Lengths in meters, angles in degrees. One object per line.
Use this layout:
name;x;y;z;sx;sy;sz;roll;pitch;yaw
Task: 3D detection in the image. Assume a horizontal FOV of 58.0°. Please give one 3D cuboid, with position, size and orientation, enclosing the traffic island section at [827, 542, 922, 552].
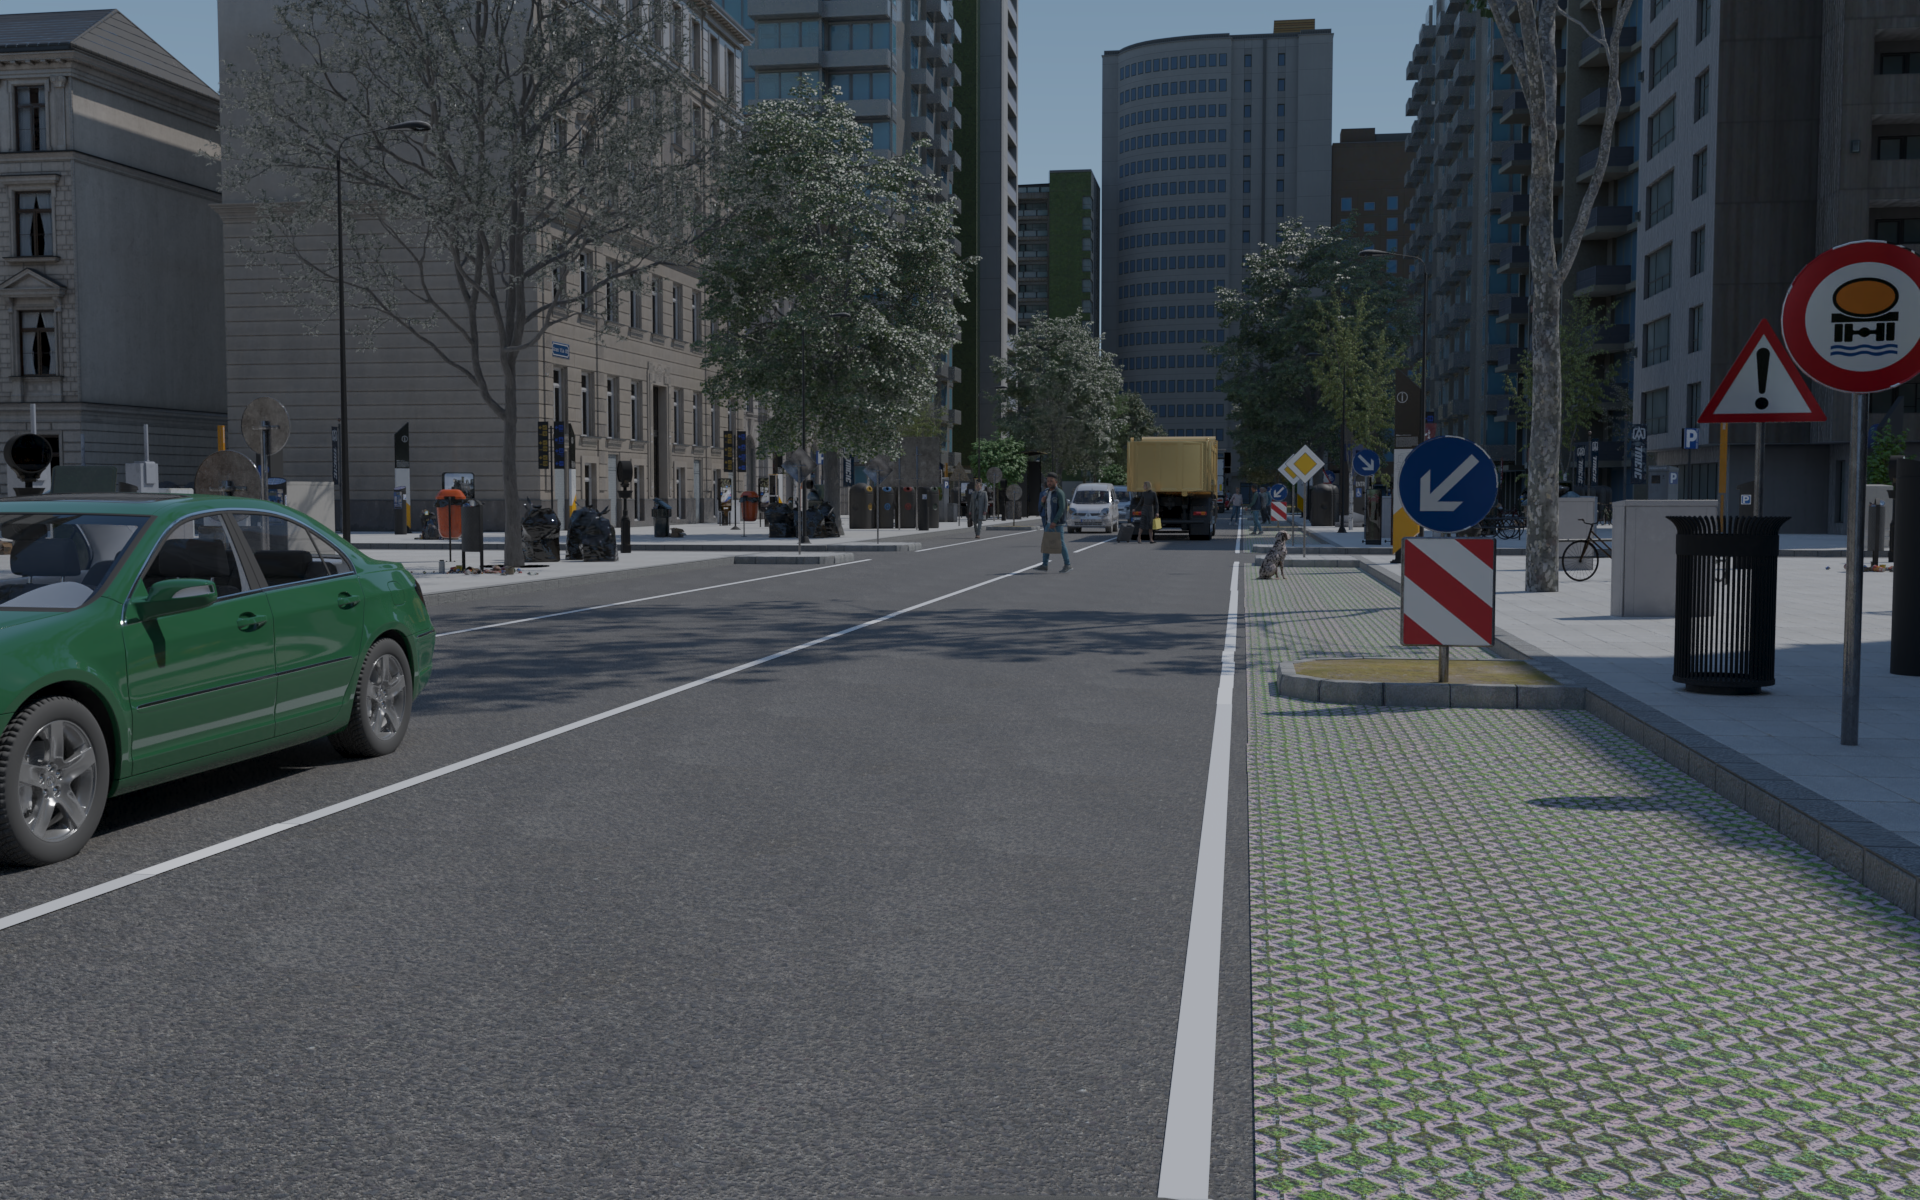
traffic island section;-2.137;-1.366;44.612;2.009;0.180;2.903;1;4;9

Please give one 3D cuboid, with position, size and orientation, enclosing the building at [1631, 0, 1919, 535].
building;31.278;-17.473;57.385;14.107;30.474;14.160;1;4;9

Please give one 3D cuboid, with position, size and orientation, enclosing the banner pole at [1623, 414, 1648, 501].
banner pole;21.127;-3.937;54.382;0.863;3.779;0.401;1;4;19

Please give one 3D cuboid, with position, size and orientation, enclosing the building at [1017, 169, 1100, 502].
building;10.455;-32.897;221.459;14.086;41.232;14.154;1;4;9

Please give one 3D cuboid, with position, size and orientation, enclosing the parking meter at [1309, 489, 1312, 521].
parking meter;16.733;-4.505;82.073;0.372;1.533;0.369;0;3;0

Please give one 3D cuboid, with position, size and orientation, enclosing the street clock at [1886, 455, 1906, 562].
street clock;17.577;-1.709;32.515;0.358;2.002;0.471;3;4;38

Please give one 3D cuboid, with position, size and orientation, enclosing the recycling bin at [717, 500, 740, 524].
recycling bin;-9.866;-3.748;73.838;0.722;1.027;0.722;2;4;29

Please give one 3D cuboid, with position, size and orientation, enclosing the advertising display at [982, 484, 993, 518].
advertising display;1.452;-5.346;92.628;0.974;1.923;0.123;3;4;37

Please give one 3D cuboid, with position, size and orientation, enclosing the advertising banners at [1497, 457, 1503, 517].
advertising banners;25.516;-5.254;82.091;0.090;3.025;2.074;0;4;8

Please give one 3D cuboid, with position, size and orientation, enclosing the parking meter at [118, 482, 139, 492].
parking meter;-17.242;-1.684;35.939;0.372;1.533;0.369;0;3;0

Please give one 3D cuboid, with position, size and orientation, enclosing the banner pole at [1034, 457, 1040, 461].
banner pole;4.714;-7.131;106.608;0.401;3.779;0.863;2;4;32

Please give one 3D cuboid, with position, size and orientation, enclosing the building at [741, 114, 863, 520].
building;-14.315;-15.458;94.541;13.314;21.916;24.055;1;4;9

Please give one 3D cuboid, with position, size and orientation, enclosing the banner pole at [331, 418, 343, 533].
banner pole;-20.352;-4.074;56.627;0.401;3.779;0.863;0;4;3

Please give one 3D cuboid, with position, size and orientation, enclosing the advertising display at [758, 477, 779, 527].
advertising display;-7.436;-3.796;67.279;0.123;1.923;0.974;3;5;42

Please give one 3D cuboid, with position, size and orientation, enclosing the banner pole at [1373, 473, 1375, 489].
banner pole;25.304;-7.088;105.909;0.401;3.779;0.863;0;4;5

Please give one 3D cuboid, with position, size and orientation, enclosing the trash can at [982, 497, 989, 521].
trash can;1.023;-4.339;82.600;0.748;1.137;0.748;0;3;0

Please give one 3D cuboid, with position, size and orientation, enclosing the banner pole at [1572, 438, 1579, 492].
banner pole;27.598;-5.345;77.407;0.863;3.779;0.401;-1;4;-17

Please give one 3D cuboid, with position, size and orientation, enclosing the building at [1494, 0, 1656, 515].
building;42.819;-27.118;98.010;22.147;44.769;28.867;1;4;9

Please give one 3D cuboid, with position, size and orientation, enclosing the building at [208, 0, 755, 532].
building;-17.633;-16.685;70.058;12.463;27.353;25.104;1;4;9

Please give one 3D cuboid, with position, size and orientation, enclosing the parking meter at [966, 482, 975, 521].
parking meter;0.492;-4.640;81.571;0.399;1.863;0.255;0;3;0

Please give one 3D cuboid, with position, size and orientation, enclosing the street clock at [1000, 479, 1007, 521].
street clock;2.088;-4.778;82.692;0.358;2.002;0.471;1;4;17

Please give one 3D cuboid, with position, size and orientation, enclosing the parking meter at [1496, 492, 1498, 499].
parking meter;25.166;-4.641;81.589;0.255;1.863;0.399;1;4;11

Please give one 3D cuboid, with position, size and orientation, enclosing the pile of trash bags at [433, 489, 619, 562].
pile of trash bags;-8.302;-1.435;33.210;3.447;1.369;1.912;-1;4;-11

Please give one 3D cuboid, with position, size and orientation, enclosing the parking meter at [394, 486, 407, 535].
parking meter;-17.668;-2.829;54.671;0.372;1.533;0.369;0;3;0

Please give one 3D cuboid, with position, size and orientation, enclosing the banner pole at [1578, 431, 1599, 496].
banner pole;25.132;-4.822;68.857;0.401;3.779;0.863;-1;4;-13

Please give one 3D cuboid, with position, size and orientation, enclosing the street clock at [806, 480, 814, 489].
street clock;-7.483;-5.004;86.382;0.358;2.002;0.471;1;4;16

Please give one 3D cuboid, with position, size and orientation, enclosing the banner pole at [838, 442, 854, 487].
banner pole;-4.863;-5.080;73.070;0.863;3.779;0.401;0;4;-2

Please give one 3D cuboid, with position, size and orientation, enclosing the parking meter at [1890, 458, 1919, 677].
parking meter;6.827;-0.237;12.279;0.372;1.533;0.369;0;3;0

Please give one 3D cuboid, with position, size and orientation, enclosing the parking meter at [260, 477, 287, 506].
parking meter;-10.198;-1.061;25.753;0.372;1.533;0.369;0;3;0

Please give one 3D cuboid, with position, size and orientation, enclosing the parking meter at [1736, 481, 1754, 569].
parking meter;13.501;-1.303;29.707;0.372;1.533;0.369;0;3;0

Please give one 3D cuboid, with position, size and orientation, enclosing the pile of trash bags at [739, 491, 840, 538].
pile of trash bags;-5.193;-2.553;51.488;3.447;1.369;1.912;2;4;33

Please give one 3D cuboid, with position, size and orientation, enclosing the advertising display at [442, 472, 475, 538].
advertising display;-14.747;-2.798;50.953;0.974;1.923;0.123;-3;5;-41

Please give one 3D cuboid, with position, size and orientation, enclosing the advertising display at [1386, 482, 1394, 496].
advertising display;23.936;-5.524;95.527;0.974;1.923;0.123;-2;4;-25

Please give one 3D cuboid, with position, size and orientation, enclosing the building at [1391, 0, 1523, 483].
building;53.478;-33.147;161.567;23.786;49.044;30.456;1;4;9

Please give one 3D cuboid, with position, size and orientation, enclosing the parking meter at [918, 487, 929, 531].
parking meter;-1.273;-3.194;60.631;0.372;1.533;0.369;0;3;0

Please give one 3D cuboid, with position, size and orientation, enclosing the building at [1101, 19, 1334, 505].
building;32.338;-41.502;220.559;28.212;58.520;21.231;1;4;9

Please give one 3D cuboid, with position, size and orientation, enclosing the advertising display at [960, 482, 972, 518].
advertising display;0.505;-5.396;93.443;0.974;1.923;0.123;0;4;-1

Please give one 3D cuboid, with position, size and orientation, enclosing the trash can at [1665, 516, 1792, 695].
trash can;4.961;0.026;11.226;0.748;1.137;0.748;0;3;0

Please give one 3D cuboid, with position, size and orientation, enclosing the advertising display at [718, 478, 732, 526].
advertising display;-9.495;-3.959;69.943;0.123;1.923;0.974;1;4;20

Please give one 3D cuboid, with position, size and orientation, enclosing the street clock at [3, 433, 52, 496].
street clock;-11.161;-0.992;20.785;0.358;2.002;0.471;3;5;43

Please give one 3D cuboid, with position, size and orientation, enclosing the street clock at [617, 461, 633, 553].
street clock;-7.258;-2.017;37.551;0.358;2.002;0.471;-2;4;-27

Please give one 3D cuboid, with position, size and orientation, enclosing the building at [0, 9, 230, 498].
building;-38.474;-12.283;65.458;19.286;19.102;10.561;1;4;9

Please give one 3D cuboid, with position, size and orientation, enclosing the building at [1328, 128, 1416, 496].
building;52.769;-34.519;214.496;14.200;45.320;14.600;1;4;9

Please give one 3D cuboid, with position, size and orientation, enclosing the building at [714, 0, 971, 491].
building;-12.166;-31.663;137.297;23.786;49.044;30.456;1;4;9

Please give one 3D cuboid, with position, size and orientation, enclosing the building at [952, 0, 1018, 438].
building;-8.576;-38.805;176.454;28.212;58.520;21.231;1;4;9

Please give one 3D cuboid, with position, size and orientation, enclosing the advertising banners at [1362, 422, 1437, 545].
advertising banners;10.925;-2.869;43.088;0.090;3.025;2.074;-3;5;-43
